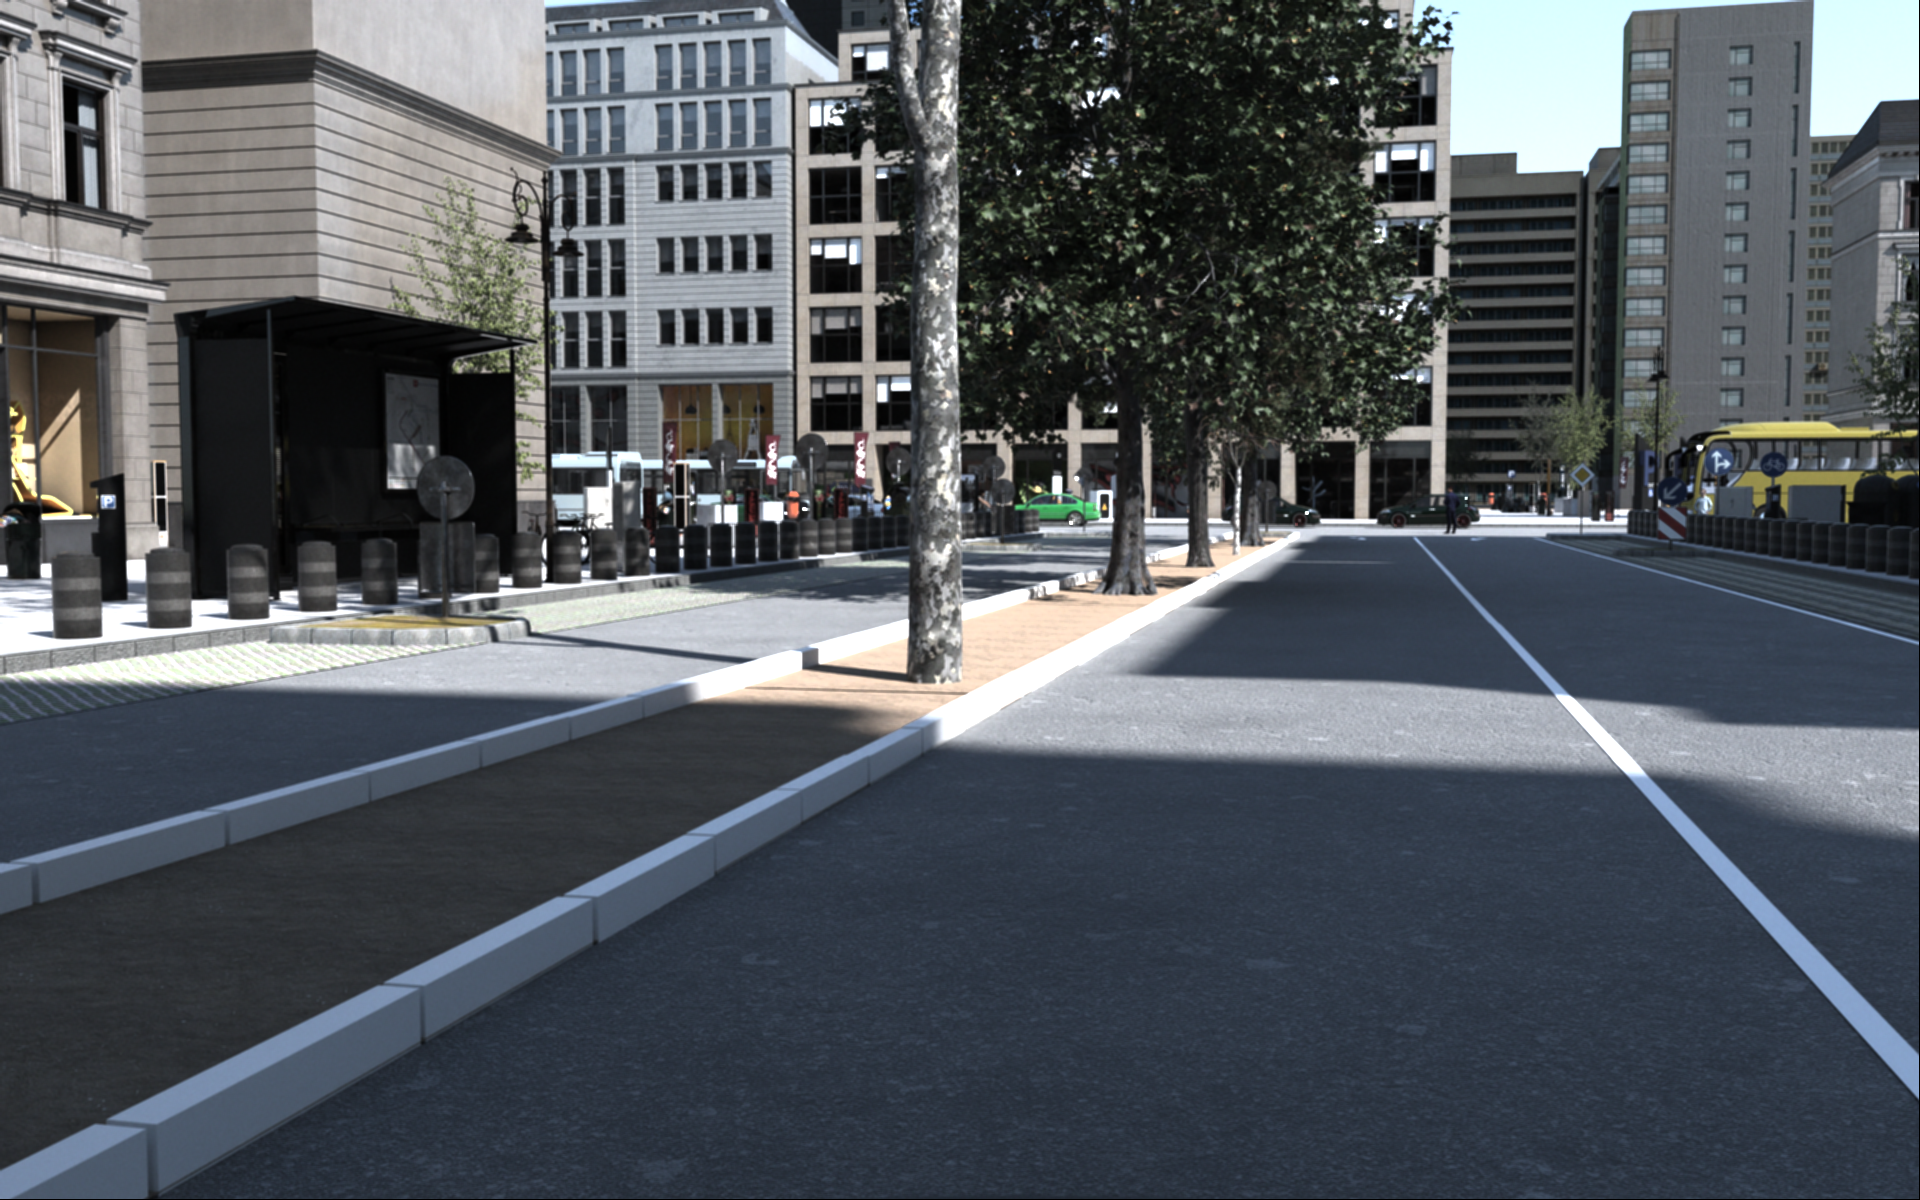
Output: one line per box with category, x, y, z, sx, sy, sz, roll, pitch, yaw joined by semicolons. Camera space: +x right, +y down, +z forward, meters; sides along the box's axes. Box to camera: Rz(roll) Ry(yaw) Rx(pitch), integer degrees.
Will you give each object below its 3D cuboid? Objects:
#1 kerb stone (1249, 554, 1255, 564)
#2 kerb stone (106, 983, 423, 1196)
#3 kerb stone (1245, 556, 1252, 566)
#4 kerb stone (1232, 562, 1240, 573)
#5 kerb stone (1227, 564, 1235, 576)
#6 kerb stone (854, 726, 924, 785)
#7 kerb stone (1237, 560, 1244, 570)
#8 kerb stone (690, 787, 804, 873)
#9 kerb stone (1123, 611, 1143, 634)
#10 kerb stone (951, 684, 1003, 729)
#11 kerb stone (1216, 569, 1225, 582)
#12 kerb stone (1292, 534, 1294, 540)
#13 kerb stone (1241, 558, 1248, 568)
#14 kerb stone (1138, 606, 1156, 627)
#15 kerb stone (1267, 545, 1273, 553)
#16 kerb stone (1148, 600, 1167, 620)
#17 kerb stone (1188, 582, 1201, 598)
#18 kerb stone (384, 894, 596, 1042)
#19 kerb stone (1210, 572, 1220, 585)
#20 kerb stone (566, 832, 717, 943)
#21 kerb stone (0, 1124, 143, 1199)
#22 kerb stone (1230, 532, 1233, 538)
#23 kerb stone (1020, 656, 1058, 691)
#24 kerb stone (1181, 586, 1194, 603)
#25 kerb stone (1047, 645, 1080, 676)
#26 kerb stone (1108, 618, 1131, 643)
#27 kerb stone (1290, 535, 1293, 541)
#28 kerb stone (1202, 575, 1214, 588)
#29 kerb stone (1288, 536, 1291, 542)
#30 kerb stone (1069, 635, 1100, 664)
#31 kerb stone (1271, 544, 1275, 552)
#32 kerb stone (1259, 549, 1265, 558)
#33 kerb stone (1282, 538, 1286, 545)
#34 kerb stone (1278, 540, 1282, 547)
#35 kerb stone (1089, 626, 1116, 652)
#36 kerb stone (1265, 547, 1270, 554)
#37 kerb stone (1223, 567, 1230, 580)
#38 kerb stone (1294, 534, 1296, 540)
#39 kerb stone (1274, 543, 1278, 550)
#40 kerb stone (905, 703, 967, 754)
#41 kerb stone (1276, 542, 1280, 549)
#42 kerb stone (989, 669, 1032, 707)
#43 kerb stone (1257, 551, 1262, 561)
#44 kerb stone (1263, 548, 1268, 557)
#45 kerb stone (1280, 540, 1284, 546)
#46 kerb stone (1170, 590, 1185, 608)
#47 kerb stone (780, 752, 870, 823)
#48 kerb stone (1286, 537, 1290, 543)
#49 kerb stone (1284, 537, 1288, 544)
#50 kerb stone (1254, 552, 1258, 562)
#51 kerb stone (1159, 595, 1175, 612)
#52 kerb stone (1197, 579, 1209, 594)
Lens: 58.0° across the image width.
kerb stone;5.828;-0.785;35.037;0.120;0.150;1.000;1;4;13
kerb stone;-1.576;1.111;4.027;0.120;0.150;1.000;1;4;13
kerb stone;5.586;-0.725;34.041;0.120;0.150;1.000;1;4;13
kerb stone;4.871;-0.541;31.038;0.120;0.150;1.000;1;4;13
kerb stone;4.631;-0.478;30.029;0.120;0.150;1.000;1;4;13
kerb stone;-0.384;0.810;9.017;0.120;0.150;1.000;1;4;13
kerb stone;5.104;-0.602;32.040;0.120;0.150;1.000;1;4;13
kerb stone;-0.862;0.928;7.025;0.120;0.150;1.000;1;4;13
kerb stone;1.758;0.255;18.033;0.120;0.150;1.000;1;4;13
kerb stone;0.093;0.683;11.024;0.120;0.150;1.000;1;4;13
kerb stone;4.148;-0.356;28.026;0.120;0.150;1.000;1;4;13
kerb stone;9.884;-1.822;52.006;0.120;0.150;1.000;1;4;13
kerb stone;5.352;-0.662;33.034;0.120;0.150;1.000;1;4;13
kerb stone;2.000;0.197;19.032;0.120;0.150;1.000;1;4;13
kerb stone;7.261;-1.152;41.027;0.120;0.150;1.000;1;4;13
kerb stone;2.243;0.136;20.027;0.120;0.150;1.000;1;4;13
kerb stone;3.198;-0.110;24.031;0.120;0.150;1.000;1;4;13
kerb stone;-1.339;1.051;5.024;0.120;0.150;1.000;1;4;13
kerb stone;3.915;-0.294;27.027;0.120;0.150;1.000;1;4;13
kerb stone;-1.095;0.989;6.021;0.120;0.150;1.000;1;4;13
kerb stone;-1.818;1.172;3.032;0.120;0.150;1.000;1;4;13
kerb stone;8.542;-2.031;55.431;0.120;0.150;1.000;1;4;13
kerb stone;0.571;0.562;13.035;0.120;0.150;1.000;1;4;13
kerb stone;2.961;-0.047;23.020;0.120;0.150;1.000;1;4;13
kerb stone;0.808;0.505;14.034;0.120;0.150;1.000;1;4;13
kerb stone;1.533;0.316;17.034;0.120;0.150;1.000;1;4;13
kerb stone;9.640;-1.762;51.011;0.120;0.150;1.000;1;4;13
kerb stone;3.668;-0.233;26.032;0.120;0.150;1.000;1;4;13
kerb stone;9.403;-1.701;50.014;0.120;0.150;1.000;1;4;13
kerb stone;1.056;0.438;15.027;0.120;0.150;1.000;1;4;13
kerb stone;7.497;-1.213;42.023;0.120;0.150;1.000;1;4;13
kerb stone;6.542;-0.969;38.035;0.120;0.150;1.000;1;4;13
kerb stone;8.689;-1.516;47.014;0.120;0.150;1.000;1;4;13
kerb stone;8.216;-1.396;45.020;0.120;0.150;1.000;1;4;13
kerb stone;1.291;0.377;16.039;0.120;0.150;1.000;1;4;13
kerb stone;7.025;-1.087;40.026;0.120;0.150;1.000;1;4;13
kerb stone;4.391;-0.418;29.033;0.120;0.150;1.000;1;4;13
kerb stone;10.123;-1.882;53.008;0.120;0.150;1.000;1;4;13
kerb stone;7.741;-1.270;43.026;0.120;0.150;1.000;1;4;13
kerb stone;-0.144;0.745;10.022;0.120;0.150;1.000;1;4;13
kerb stone;7.979;-1.335;44.024;0.120;0.150;1.000;1;4;13
kerb stone;0.328;0.622;12.032;0.120;0.150;1.000;1;4;13
kerb stone;6.306;-0.902;37.030;0.120;0.150;1.000;1;4;13
kerb stone;6.783;-1.030;39.031;0.120;0.150;1.000;1;4;13
kerb stone;8.449;-1.452;46.018;0.120;0.150;1.000;1;4;13
kerb stone;2.715;0.014;22.020;0.120;0.150;1.000;1;4;13
kerb stone;-0.627;0.867;8.022;0.120;0.150;1.000;1;4;13
kerb stone;9.171;-1.636;49.005;0.120;0.150;1.000;1;4;13
kerb stone;8.924;-1.579;48.011;0.120;0.150;1.000;1;4;13
kerb stone;6.063;-0.846;36.033;0.120;0.150;1.000;1;4;13
kerb stone;2.469;0.073;21.026;0.120;0.150;1.000;1;4;13
kerb stone;3.448;-0.172;25.032;0.120;0.150;1.000;1;4;13
